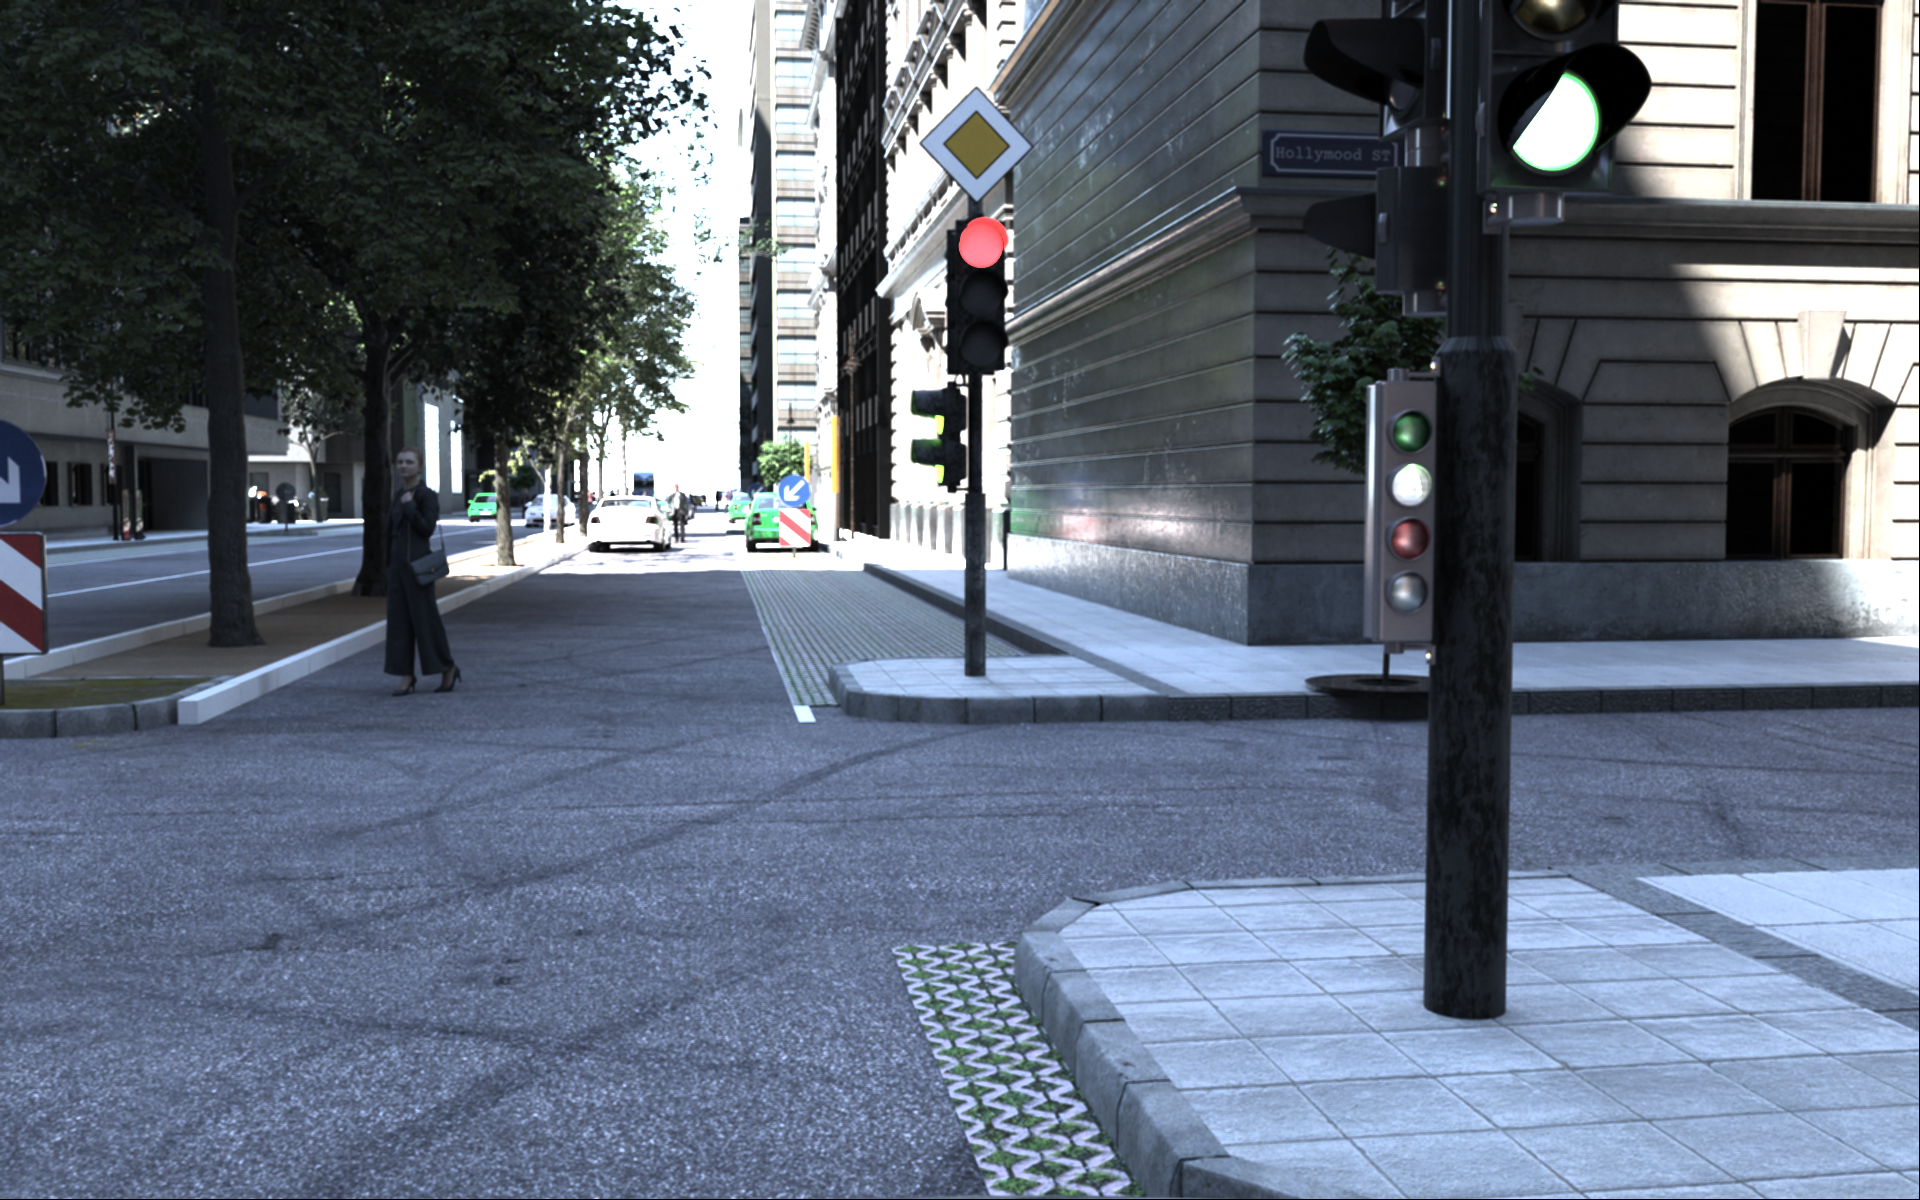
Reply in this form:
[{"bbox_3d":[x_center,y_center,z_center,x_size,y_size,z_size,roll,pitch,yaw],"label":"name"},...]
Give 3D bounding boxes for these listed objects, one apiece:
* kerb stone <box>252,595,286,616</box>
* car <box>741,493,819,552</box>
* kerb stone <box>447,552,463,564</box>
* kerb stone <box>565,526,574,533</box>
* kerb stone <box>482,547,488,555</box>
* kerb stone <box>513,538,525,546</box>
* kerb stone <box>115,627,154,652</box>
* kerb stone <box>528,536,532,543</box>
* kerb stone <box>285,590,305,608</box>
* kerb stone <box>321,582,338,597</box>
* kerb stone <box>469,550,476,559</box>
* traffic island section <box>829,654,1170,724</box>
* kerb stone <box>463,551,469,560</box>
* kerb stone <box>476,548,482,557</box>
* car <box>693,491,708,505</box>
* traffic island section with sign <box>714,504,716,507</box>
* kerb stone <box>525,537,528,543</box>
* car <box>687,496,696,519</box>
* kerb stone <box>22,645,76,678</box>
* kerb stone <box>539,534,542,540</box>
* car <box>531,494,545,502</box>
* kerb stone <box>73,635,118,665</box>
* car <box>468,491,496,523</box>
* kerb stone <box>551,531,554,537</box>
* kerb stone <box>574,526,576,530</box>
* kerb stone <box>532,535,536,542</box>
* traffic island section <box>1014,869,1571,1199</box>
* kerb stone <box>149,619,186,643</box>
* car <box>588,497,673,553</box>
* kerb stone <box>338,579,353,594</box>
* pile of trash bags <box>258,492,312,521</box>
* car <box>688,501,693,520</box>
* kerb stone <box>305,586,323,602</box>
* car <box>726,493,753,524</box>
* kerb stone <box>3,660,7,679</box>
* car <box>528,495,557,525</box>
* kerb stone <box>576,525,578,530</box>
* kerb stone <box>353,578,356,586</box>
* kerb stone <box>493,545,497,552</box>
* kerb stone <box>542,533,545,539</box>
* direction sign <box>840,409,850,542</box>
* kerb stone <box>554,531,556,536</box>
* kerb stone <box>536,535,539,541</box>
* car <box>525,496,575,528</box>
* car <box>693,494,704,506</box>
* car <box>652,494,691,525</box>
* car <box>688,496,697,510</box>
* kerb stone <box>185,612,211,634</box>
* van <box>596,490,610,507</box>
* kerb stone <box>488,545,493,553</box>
[{"bbox_3d":[-8.414,0.072,21.048,0.120,0.150,1.000,-1,4,-8],"label":"kerb stone"},{"bbox_3d":[-4.552,-2.145,43.865,1.959,1.807,4.718,0,4,-8],"label":"car"},{"bbox_3d":[-10.607,-0.862,36.297,0.120,0.150,1.000,-1,4,-8],"label":"kerb stone"},{"bbox_3d":[-14.859,-2.659,65.743,0.120,0.150,1.000,-1,4,-8],"label":"kerb stone"},{"bbox_3d":[-11.199,-1.108,40.373,0.120,0.150,1.000,-1,4,-8],"label":"kerb stone"},{"bbox_3d":[-12.365,-1.604,48.486,0.120,0.150,1.000,-1,4,-8],"label":"kerb stone"},{"bbox_3d":[-7.680,0.382,15.973,0.120,0.150,1.000,-1,4,-8],"label":"kerb stone"},{"bbox_3d":[-12.661,-1.728,50.508,0.120,0.150,1.000,-1,4,-8],"label":"kerb stone"},{"bbox_3d":[-8.557,0.008,22.068,0.120,0.150,1.000,-1,4,-8],"label":"kerb stone"},{"bbox_3d":[-8.856,-0.116,24.095,0.120,0.150,1.000,-1,4,-8],"label":"kerb stone"},{"bbox_3d":[-10.906,-0.988,38.343,0.120,0.150,1.000,-1,4,-8],"label":"kerb stone"},{"bbox_3d":[0.130,0.614,12.250,2.009,0.180,2.903,-1,4,-8],"label":"traffic island section"},{"bbox_3d":[-10.757,-0.925,37.315,0.120,0.150,1.000,-1,4,-8],"label":"kerb stone"},{"bbox_3d":[-11.056,-1.049,39.354,0.120,0.150,1.000,-1,4,-8],"label":"kerb stone"},{"bbox_3d":[-33.981,-13.293,226.011,2.281,1.827,5.304,-1,4,-8],"label":"car"},{"bbox_3d":[-18.292,-7.879,137.448,1.989,1.847,2.006,-1,4,-8],"label":"traffic island section with sign"},{"bbox_3d":[-12.529,-1.670,49.495,0.120,0.150,1.000,-1,4,-8],"label":"kerb stone"},{"bbox_3d":[-16.516,-5.459,101.839,1.945,1.354,3.894,0,4,-7],"label":"car"},{"bbox_3d":[-7.386,0.505,13.942,0.120,0.150,1.000,-1,4,-8],"label":"kerb stone"},{"bbox_3d":[-13.104,-1.918,53.548,0.120,0.150,1.000,-1,4,-8],"label":"kerb stone"},{"bbox_3d":[-35.414,-8.343,146.195,2.009,1.686,4.222,-1,4,-8],"label":"car"},{"bbox_3d":[-7.529,0.442,14.962,0.120,0.150,1.000,-1,4,-8],"label":"kerb stone"},{"bbox_3d":[-23.993,-4.865,88.331,1.959,1.807,4.718,-1,4,-10],"label":"car"},{"bbox_3d":[-13.683,-2.166,57.616,0.120,0.150,1.000,-1,4,-8],"label":"kerb stone"},{"bbox_3d":[-15.013,-2.723,66.764,0.120,0.150,1.000,-1,4,-8],"label":"kerb stone"},{"bbox_3d":[-12.810,-1.794,51.522,0.120,0.150,1.000,-1,4,-8],"label":"kerb stone"},{"bbox_3d":[1.271,1.097,4.346,2.009,0.180,2.903,-1,4,-8],"label":"traffic island section"},{"bbox_3d":[-7.828,0.319,16.984,0.120,0.150,1.000,-1,4,-8],"label":"kerb stone"},{"bbox_3d":[-8.339,-1.927,43.873,2.083,1.381,4.827,0,4,-6],"label":"car"},{"bbox_3d":[-8.999,-0.178,25.113,0.120,0.150,1.000,-1,4,-8],"label":"kerb stone"},{"bbox_3d":[-32.276,-4.426,82.115,1.912,1.369,3.447,1,4,9],"label":"pile of trash bags"},{"bbox_3d":[-15.761,-5.112,95.583,2.014,1.417,4.499,0,4,-7],"label":"car"},{"bbox_3d":[-8.703,-0.050,23.080,0.120,0.150,1.000,-1,4,-8],"label":"kerb stone"},{"bbox_3d":[-10.186,-4.538,83.000,1.959,1.807,4.718,-1,4,-10],"label":"car"},{"bbox_3d":[-7.239,0.567,12.931,0.120,0.150,1.000,-1,4,-8],"label":"kerb stone"},{"bbox_3d":[-19.593,-4.332,82.827,2.014,1.417,4.499,-1,4,-10],"label":"car"},{"bbox_3d":[-15.152,-2.786,67.778,0.120,0.150,1.000,-1,4,-8],"label":"kerb stone"},{"bbox_3d":[-9.152,-0.238,26.130,0.120,0.150,1.000,-1,4,-8],"label":"kerb stone"},{"bbox_3d":[-11.493,-1.235,42.395,0.120,0.150,1.000,-1,4,-8],"label":"kerb stone"},{"bbox_3d":[-13.242,-1.978,54.570,0.120,0.150,1.000,-1,4,-8],"label":"kerb stone"},{"bbox_3d":[-3.144,-3.326,46.378,0.379,3.537,0.876,0,4,2],"label":"direction sign"},{"bbox_3d":[-13.983,-2.290,59.641,0.120,0.150,1.000,-1,4,-8],"label":"kerb stone"},{"bbox_3d":[-12.951,-1.856,52.538,0.120,0.150,1.000,-1,4,-8],"label":"kerb stone"},{"bbox_3d":[-17.916,-3.881,75.816,2.083,1.381,4.827,0,4,-8],"label":"car"},{"bbox_3d":[-31.280,-11.884,204.519,2.015,1.641,3.980,0,4,-7],"label":"car"},{"bbox_3d":[-13.684,-4.232,80.985,2.131,1.459,4.920,0,4,-7],"label":"car"},{"bbox_3d":[-24.408,-8.670,154.337,1.945,1.354,3.894,0,4,-7],"label":"car"},{"bbox_3d":[-7.970,0.261,18.007,0.120,0.150,1.000,-1,4,-8],"label":"kerb stone"},{"bbox_3d":[-37.197,-10.665,181.382,2.013,2.044,4.112,-1,4,-10],"label":"van"},{"bbox_3d":[-11.349,-1.174,41.383,0.120,0.150,1.000,-1,4,-8],"label":"kerb stone"}]
